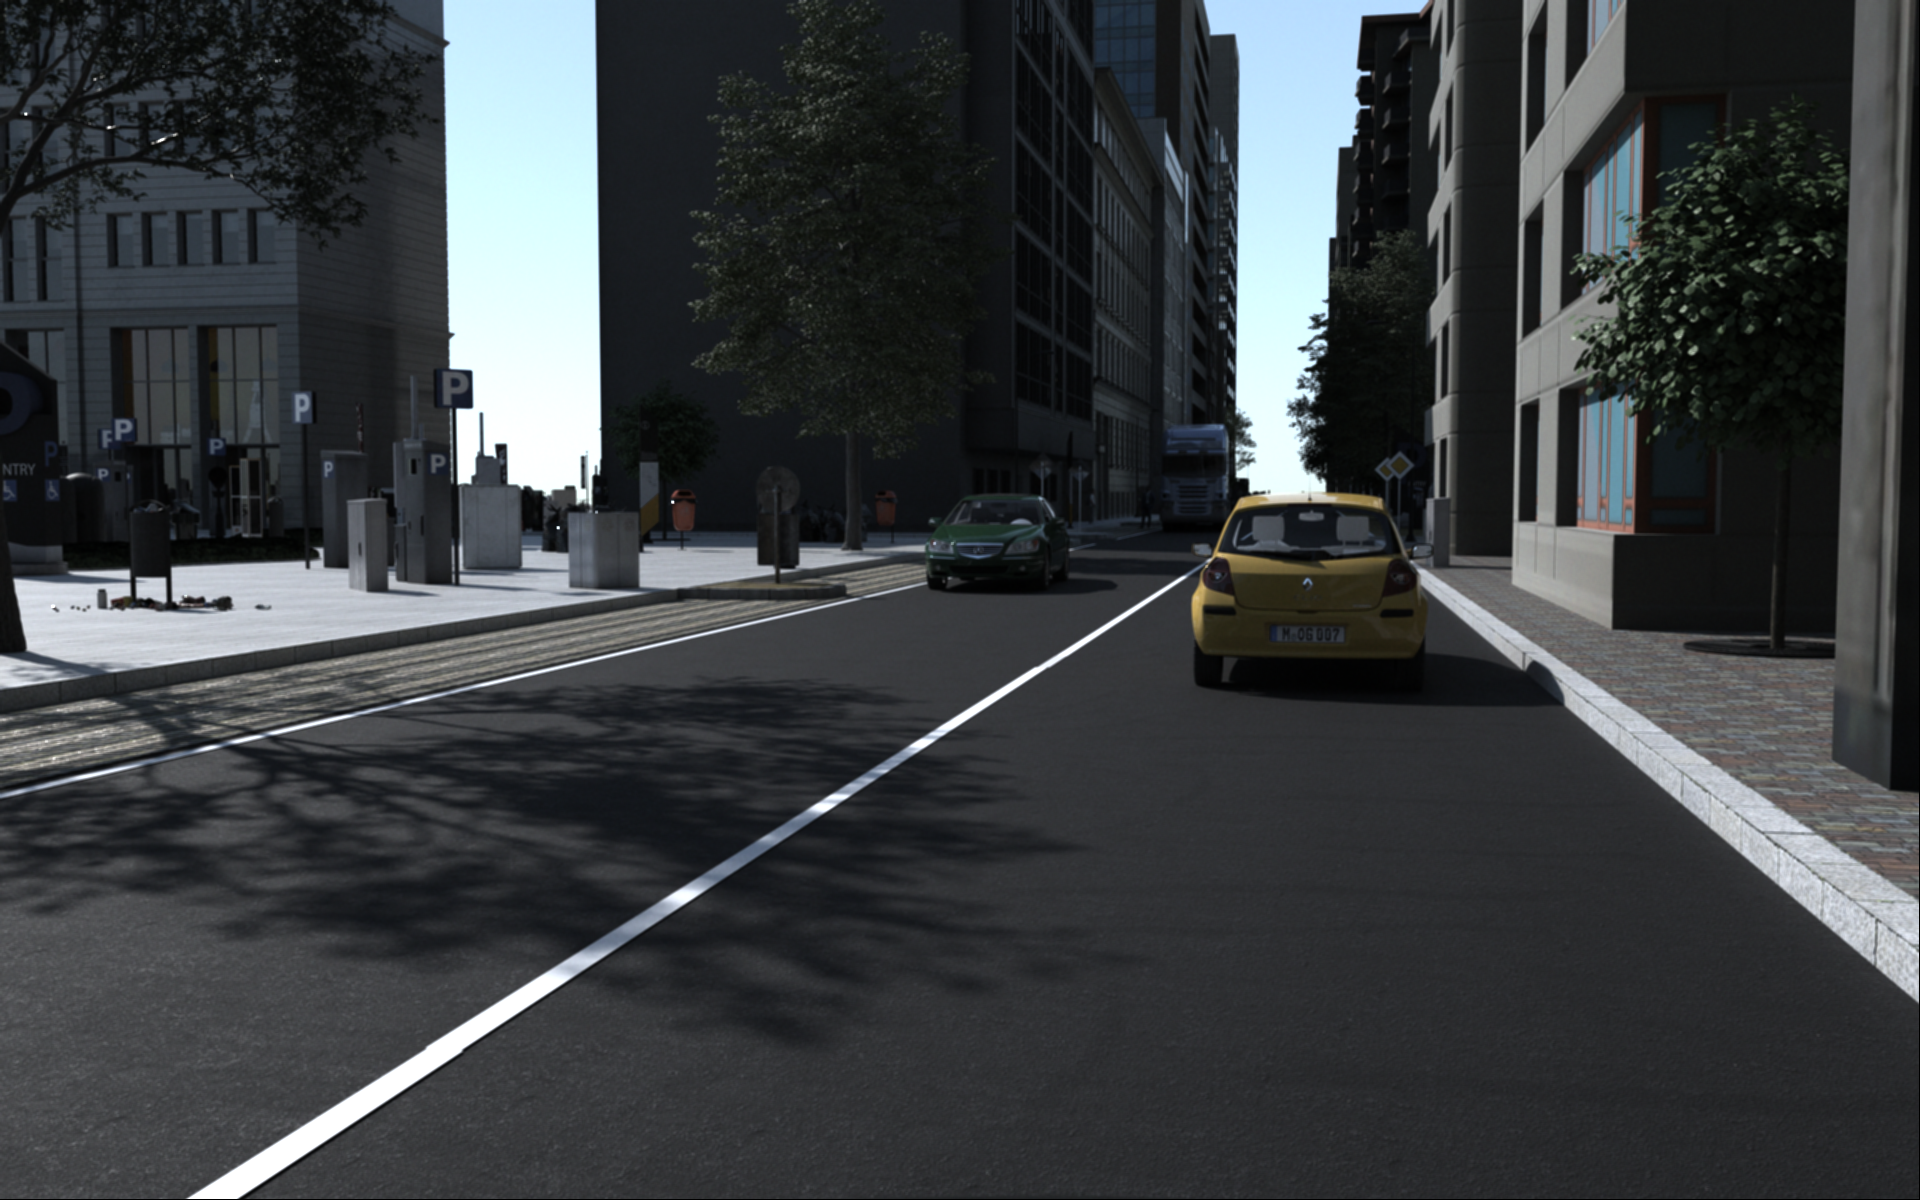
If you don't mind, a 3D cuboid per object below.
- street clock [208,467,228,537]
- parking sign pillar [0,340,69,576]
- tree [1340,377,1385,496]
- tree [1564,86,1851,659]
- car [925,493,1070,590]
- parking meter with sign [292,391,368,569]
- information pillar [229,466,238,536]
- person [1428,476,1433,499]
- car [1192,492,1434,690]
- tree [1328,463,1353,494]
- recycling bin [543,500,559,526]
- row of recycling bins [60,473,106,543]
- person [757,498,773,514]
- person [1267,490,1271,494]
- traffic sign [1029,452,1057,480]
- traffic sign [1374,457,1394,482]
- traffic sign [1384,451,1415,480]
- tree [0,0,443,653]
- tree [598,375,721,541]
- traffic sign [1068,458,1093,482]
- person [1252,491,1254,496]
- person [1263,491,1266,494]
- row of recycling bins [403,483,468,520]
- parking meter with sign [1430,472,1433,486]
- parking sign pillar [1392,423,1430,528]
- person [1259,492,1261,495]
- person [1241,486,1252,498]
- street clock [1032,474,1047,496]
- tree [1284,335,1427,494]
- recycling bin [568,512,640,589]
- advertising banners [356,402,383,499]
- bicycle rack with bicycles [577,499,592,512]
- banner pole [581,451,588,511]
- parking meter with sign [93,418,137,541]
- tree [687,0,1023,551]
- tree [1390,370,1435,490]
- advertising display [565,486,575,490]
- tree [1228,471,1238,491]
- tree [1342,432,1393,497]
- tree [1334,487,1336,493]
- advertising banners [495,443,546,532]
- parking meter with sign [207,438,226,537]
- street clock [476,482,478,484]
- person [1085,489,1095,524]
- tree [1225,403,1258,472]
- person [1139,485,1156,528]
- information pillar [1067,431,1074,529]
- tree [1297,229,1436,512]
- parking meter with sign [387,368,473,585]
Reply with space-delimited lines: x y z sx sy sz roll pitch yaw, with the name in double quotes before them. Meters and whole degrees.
"street clock" -19.543 -2.514 45.673 0.471 2.002 0.358 -1 4 -19
"parking sign pillar" -15.044 -2.389 27.533 1.447 3.967 1.447 0 4 8
"tree" 25.315 -9.506 105.779 4.737 8.622 4.395 0 3 0
"tree" 6.730 -1.852 13.990 4.285 4.588 4.351 0 3 0
"car" 0.665 -0.955 27.415 2.131 1.459 4.920 1 4 10
"parking meter with sign" -10.723 -2.080 30.264 0.543 3.016 1.738 2 4 33
"information pillar" -18.835 -2.490 45.208 0.304 2.012 0.304 0 4 -1
"person" 12.502 -2.389 45.295 0.583 1.804 0.606 1 4 13
"car" 2.874 -0.243 14.204 2.015 1.641 3.980 1 4 12
"tree" 46.916 -16.141 214.260 4.360 8.622 3.978 0 3 0
"recycling bin" -16.527 -3.472 69.321 0.722 1.027 0.722 -3 5 -43
"row of recycling bins" -17.662 -1.577 32.905 1.069 1.692 3.534 1 4 16
"person" -4.263 -2.024 39.309 0.661 1.801 0.590 2 4 31
"person" 30.280 -9.852 169.659 1.350 1.814 0.705 2 4 30
"traffic sign" 2.284 -2.821 48.314 0.795 2.593 0.064 1 4 11
"traffic sign" 13.374 -3.180 54.190 0.795 2.593 0.064 1 4 11
"traffic sign" 11.779 -2.702 46.365 0.795 2.593 0.064 1 4 11
"tree" -8.029 -4.866 13.976 7.601 10.594 8.767 2 4 34
"tree" -8.282 -3.926 47.906 4.285 4.588 4.351 0 3 0
"traffic sign" 3.878 -3.300 56.138 0.795 2.593 0.064 1 4 11
"person" 48.557 -17.132 286.882 1.217 1.736 0.721 1 4 23
"person" 28.167 -9.218 159.940 1.217 1.736 0.721 3 5 40
"row of recycling bins" -19.466 -3.528 64.788 1.069 1.692 3.534 2 4 30
"parking meter with sign" 34.397 -7.894 125.325 0.543 3.016 1.738 -3 4 -37
"parking sign pillar" 17.097 -4.717 65.599 1.447 3.967 1.447 0 4 -3
"person" 42.976 -14.650 248.558 0.617 1.759 0.750 0 4 0
"person" 14.071 -4.696 85.260 0.713 1.824 0.794 -3 5 -43
"street clock" 2.670 -3.281 58.219 0.471 2.002 0.358 0 4 -7
"tree" 27.072 -12.319 118.430 9.611 12.733 9.660 0 3 0
"recycling bin" -4.887 -0.686 23.765 0.722 1.027 0.722 -3 5 -44
"advertising banners" -11.567 -2.308 33.932 0.090 3.025 2.074 0 4 -6
"bicycle rack with bicycles" -27.181 -6.673 122.489 2.852 0.926 2.925 1 4 9
"banner pole" -21.605 -6.713 99.780 0.401 3.779 0.863 1 4 22
"parking meter with sign" -19.115 -2.608 38.904 0.543 3.016 1.738 0 4 -1
"tree" -2.484 -7.427 39.566 7.486 12.596 7.792 0 3 0
"tree" 26.292 -8.932 96.394 4.737 8.622 4.395 0 3 0
"advertising display" -29.944 -7.816 133.003 0.974 1.923 0.123 2 4 29
"tree" 31.648 -13.620 206.401 4.285 4.588 4.351 0 3 0
"tree" 20.502 -6.198 85.055 4.285 4.588 4.351 0 3 0
"tree" 47.914 -13.723 218.976 1.663 3.219 1.824 0 3 0
"advertising banners" -15.133 -3.875 59.547 2.074 3.025 0.090 2 4 24
"parking meter with sign" -22.773 -3.473 53.045 0.543 3.016 1.738 -1 4 -21
"street clock" -21.712 -4.513 78.352 0.358 2.002 0.471 -2 4 -34
"person" 5.570 -3.950 73.213 0.523 1.515 0.503 -2 4 -28
"tree" 30.486 -16.740 199.452 9.928 11.665 9.643 0 3 0
"person" 7.795 -3.882 72.150 0.721 1.800 0.419 2 4 24
"information pillar" 4.090 -4.478 64.577 0.183 3.616 0.504 -1 4 -10
"tree" 18.416 -9.558 74.407 7.486 12.596 7.792 0 3 0
"parking meter with sign" -7.616 -1.748 24.844 0.543 3.016 1.738 -3 5 -42
